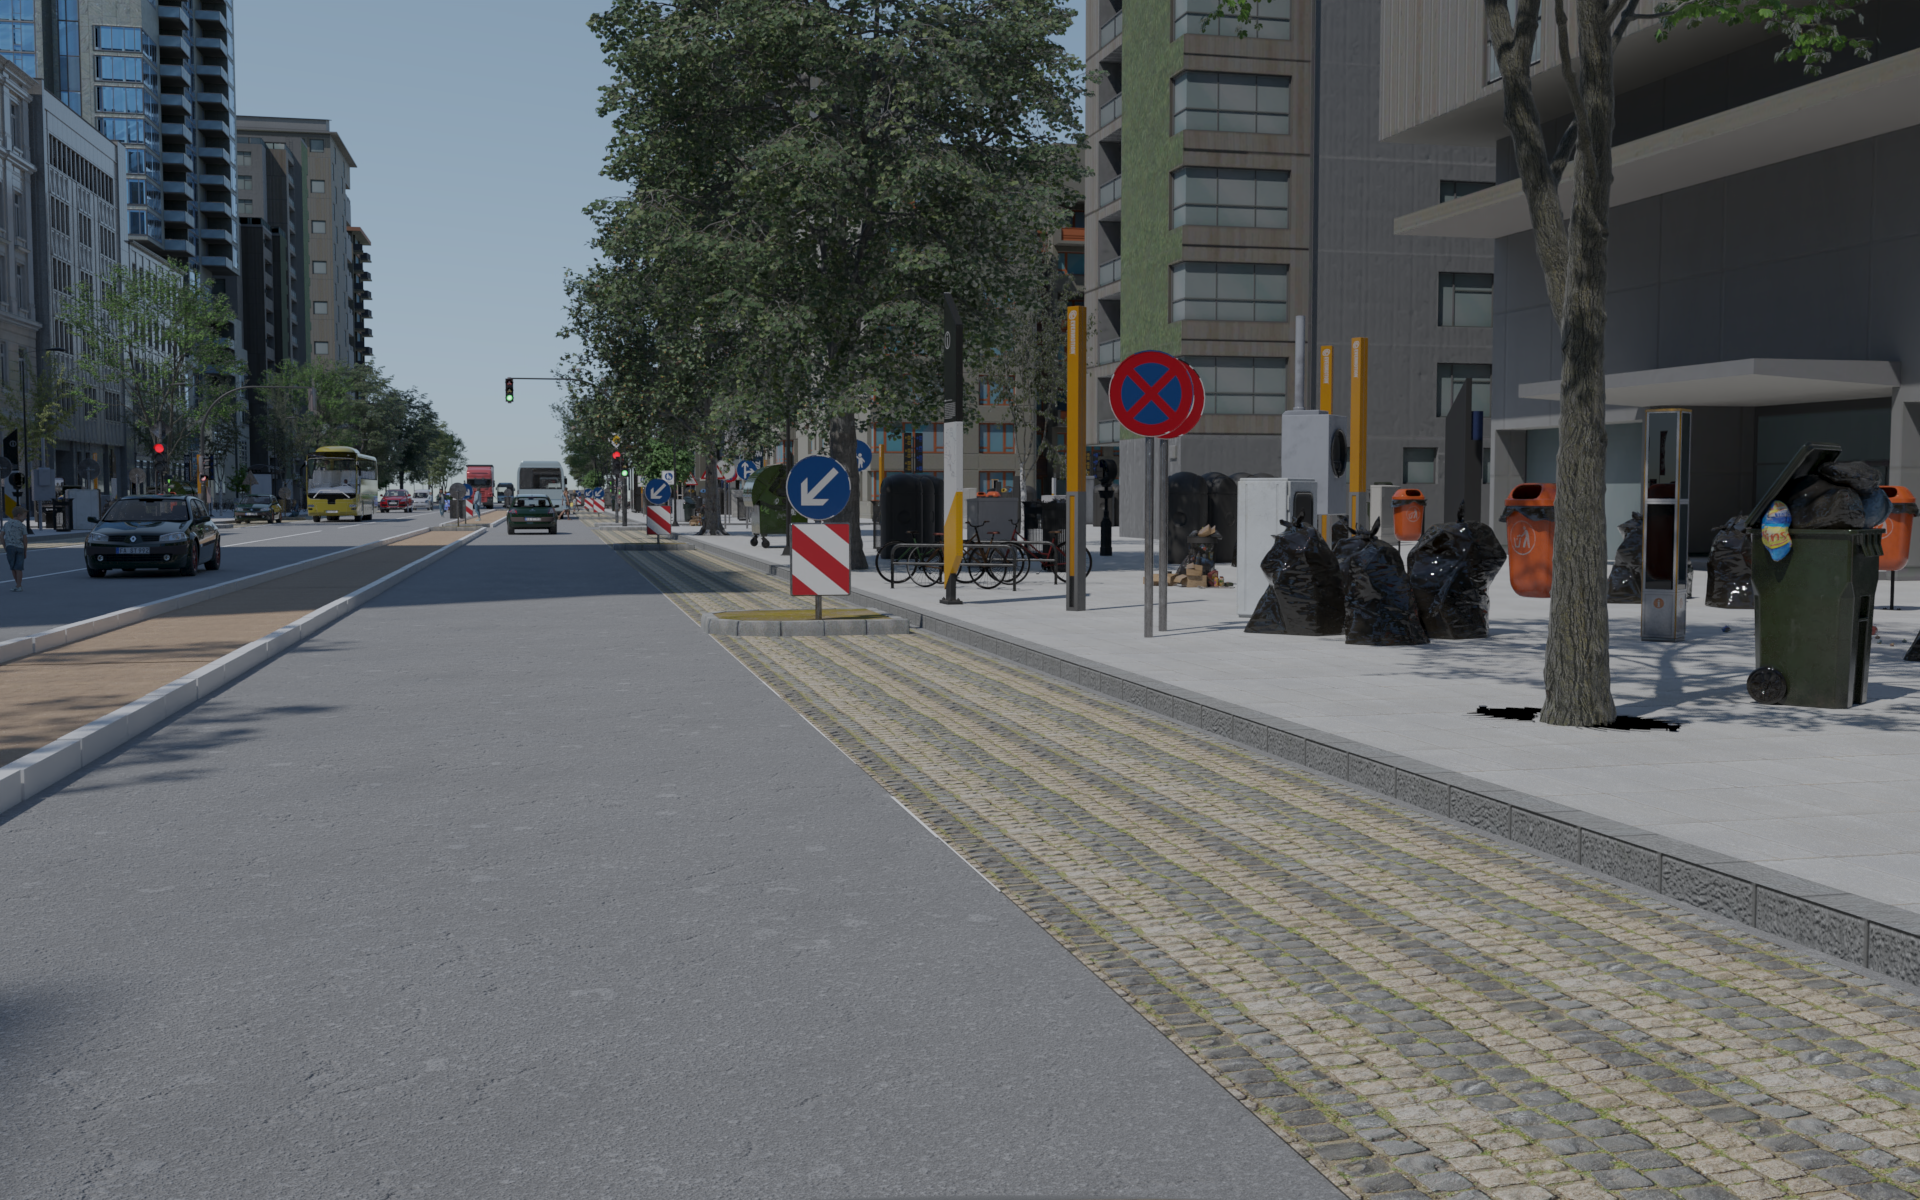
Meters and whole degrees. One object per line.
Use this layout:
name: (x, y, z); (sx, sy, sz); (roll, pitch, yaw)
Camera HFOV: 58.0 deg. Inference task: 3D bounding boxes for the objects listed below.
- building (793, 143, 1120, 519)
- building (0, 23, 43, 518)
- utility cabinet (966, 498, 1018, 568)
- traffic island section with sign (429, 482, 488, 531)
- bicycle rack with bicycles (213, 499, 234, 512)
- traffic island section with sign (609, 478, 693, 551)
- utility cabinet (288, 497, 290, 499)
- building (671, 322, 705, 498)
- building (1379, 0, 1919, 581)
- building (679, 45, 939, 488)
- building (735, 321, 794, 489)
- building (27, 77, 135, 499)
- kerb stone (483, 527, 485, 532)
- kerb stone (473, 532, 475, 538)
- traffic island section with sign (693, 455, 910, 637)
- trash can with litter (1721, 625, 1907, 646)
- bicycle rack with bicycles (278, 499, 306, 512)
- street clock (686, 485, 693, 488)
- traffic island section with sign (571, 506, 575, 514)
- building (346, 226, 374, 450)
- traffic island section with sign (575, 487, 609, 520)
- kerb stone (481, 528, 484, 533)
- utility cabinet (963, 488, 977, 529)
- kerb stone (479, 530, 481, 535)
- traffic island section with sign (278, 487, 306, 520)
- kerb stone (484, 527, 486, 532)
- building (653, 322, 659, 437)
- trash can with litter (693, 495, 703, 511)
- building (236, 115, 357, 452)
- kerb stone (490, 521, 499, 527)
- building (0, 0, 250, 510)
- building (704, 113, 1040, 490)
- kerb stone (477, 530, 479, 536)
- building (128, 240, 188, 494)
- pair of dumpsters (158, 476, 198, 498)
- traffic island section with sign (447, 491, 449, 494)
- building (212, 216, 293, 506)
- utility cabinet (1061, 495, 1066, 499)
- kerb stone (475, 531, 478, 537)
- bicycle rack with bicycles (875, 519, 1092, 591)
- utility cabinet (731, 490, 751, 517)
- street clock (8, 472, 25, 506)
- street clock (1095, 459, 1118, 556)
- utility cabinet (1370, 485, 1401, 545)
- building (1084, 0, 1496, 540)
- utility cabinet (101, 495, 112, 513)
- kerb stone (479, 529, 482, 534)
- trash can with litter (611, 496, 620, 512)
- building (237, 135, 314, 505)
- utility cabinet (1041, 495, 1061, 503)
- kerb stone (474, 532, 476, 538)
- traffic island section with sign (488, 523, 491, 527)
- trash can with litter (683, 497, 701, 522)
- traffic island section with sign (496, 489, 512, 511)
building: (6.283, -15.919, 105.320); (28.899, 21.520, 27.650); (-1, 4, -13)
building: (-56.157, -18.423, 87.127); (13.634, 28.700, 20.117); (-1, 4, -13)
utility cabinet: (0.563, -1.173, 30.335); (0.306, 1.237, 1.020); (3, 5, 45)
traffic island section with sign: (-19.570, -3.624, 67.382); (2.006, 1.907, 1.989); (-1, 4, -13)
bicycle rack with bicycles: (-59.154, -7.630, 138.140); (2.852, 0.926, 2.925); (1, 4, 15)
traffic island section with sign: (-7.903, -2.194, 44.502); (1.989, 1.847, 2.006); (-1, 4, -13)
utility cabinet: (-50.241, -7.221, 129.220); (0.306, 1.237, 1.020); (0, 4, -7)
building: (-34.873, -37.345, 265.215); (22.147, 44.769, 28.867); (-1, 4, -13)
building: (24.780, -26.694, 25.686); (28.713, 52.752, 27.495); (-1, 4, -13)
building: (-17.885, -37.658, 204.943); (28.713, 52.752, 27.495); (-1, 4, -13)
building: (-2.204, -17.784, 135.814); (27.650, 21.520, 28.899); (-1, 4, -13)
building: (-60.109, -17.679, 107.069); (12.078, 24.808, 19.932); (-1, 4, -13)
kerb stone: (-17.282, -2.454, 62.402); (0.120, 0.150, 1.000); (-1, 4, -13)
kerb stone: (-15.397, -1.971, 54.428); (0.120, 0.150, 1.000); (-1, 4, -13)
traffic island section with sign: (-1.704, -0.590, 18.267); (1.989, 1.847, 2.006); (-1, 4, -13)
trash can with litter: (7.868, -0.288, 15.763); (1.678, 1.210, 2.233); (2, 4, 29)
bicycle rack with bicycles: (-48.256, -6.748, 123.714); (2.852, 0.926, 2.925); (-2, 4, -35)
street clock: (-18.553, -6.978, 118.654); (0.471, 2.002, 0.358); (-1, 4, -10)
traffic island section with sign: (-26.718, -7.059, 124.041); (1.989, 1.847, 2.006); (-1, 4, -13)
building: (-104.537, -37.783, 272.383); (22.147, 44.769, 28.867); (-1, 4, -13)
traffic island section with sign: (-20.528, -5.454, 97.804); (1.989, 1.847, 2.006); (-1, 4, -13)
kerb stone: (-17.042, -2.398, 61.406); (0.120, 0.150, 1.000); (-1, 4, -13)
utility cabinet: (0.293, -3.359, 63.592); (0.318, 1.500, 1.173); (-1, 4, -16)
kerb stone: (-16.336, -2.215, 58.412); (0.120, 0.150, 1.000); (-1, 4, -13)
traffic island section with sign: (-36.920, -5.265, 94.715); (1.989, 1.847, 2.006); (-1, 4, -13)
kerb stone: (-17.518, -2.520, 63.398); (0.120, 0.150, 1.000); (-1, 4, -13)
building: (-40.983, -41.251, 294.065); (23.786, 49.044, 30.456); (-1, 4, -13)
trash can with litter: (-14.702, -5.101, 94.462); (2.233, 1.210, 1.678); (-2, 4, -26)
building: (-100.817, -40.054, 244.114); (28.713, 52.752, 27.495); (-1, 4, -13)
kerb stone: (-20.953, -3.402, 77.917); (0.120, 0.150, 1.000); (-1, 4, -13)
building: (-76.277, -51.425, 153.478); (22.319, 86.520, 31.000); (-1, 4, -13)
building: (-10.171, -29.900, 180.741); (32.217, 40.220, 23.993); (-1, 4, -13)
kerb stone: (-16.102, -2.154, 57.415); (0.120, 0.150, 1.000); (-1, 4, -13)
building: (-63.107, -16.937, 126.067); (9.793, 20.994, 18.267); (-1, 4, -13)
pair of dumpsters: (-40.959, -5.396, 90.713); (1.574, 2.255, 4.437); (-1, 4, -13)
traffic island section with sign: (-73.393, -14.694, 248.873); (1.989, 1.847, 2.006); (-1, 4, -13)
building: (-77.378, -24.854, 178.060); (14.160, 30.474, 14.107); (-1, 4, -13)
utility cabinet: (5.219, -4.682, 87.716); (1.020, 1.237, 0.306); (-2, 4, -30)
kerb stone: (-15.866, -2.093, 56.420); (0.120, 0.150, 1.000); (-1, 4, -13)
bicycle rack with bicycles: (0.119, -0.660, 24.168); (2.925, 0.926, 2.852); (1, 4, 22)
utility cabinet: (-11.794, -5.218, 93.995); (1.173, 1.500, 0.318); (0, 4, 1)
street clock: (-31.510, -3.263, 57.923); (0.358, 2.002, 0.471); (2, 4, 25)
street clock: (3.030, -1.915, 35.880); (0.358, 2.002, 0.471); (-2, 4, -32)
utility cabinet: (10.539, -2.091, 42.864); (0.318, 1.500, 1.173); (3, 4, 37)
building: (11.210, -22.647, 53.878); (14.154, 41.232, 14.086); (-1, 4, -13)
utility cabinet: (-50.927, -5.609, 102.871); (1.020, 1.237, 0.306); (0, 4, 0)
kerb stone: (-16.579, -2.276, 59.407); (0.120, 0.150, 1.000); (-1, 4, -13)
trash can with litter: (-25.126, -7.052, 126.694); (0.624, 1.170, 1.055); (-2, 4, -30)
building: (-80.080, -31.068, 191.552); (14.154, 41.232, 14.086); (-1, 4, -13)
utility cabinet: (4.359, -4.464, 84.146); (0.306, 1.237, 1.020); (-2, 4, -33)
kerb stone: (-15.646, -2.032, 55.419); (0.120, 0.150, 1.000); (-1, 4, -13)
traffic island section with sign: (-21.267, -4.065, 74.593); (2.006, 1.907, 1.989); (-1, 4, -13)
trash can with litter: (-12.094, -4.106, 78.521); (0.624, 1.170, 1.055); (-3, 5, -45)
traffic island section with sign: (-38.578, -8.537, 147.718); (2.006, 1.907, 1.989); (-1, 4, -13)
